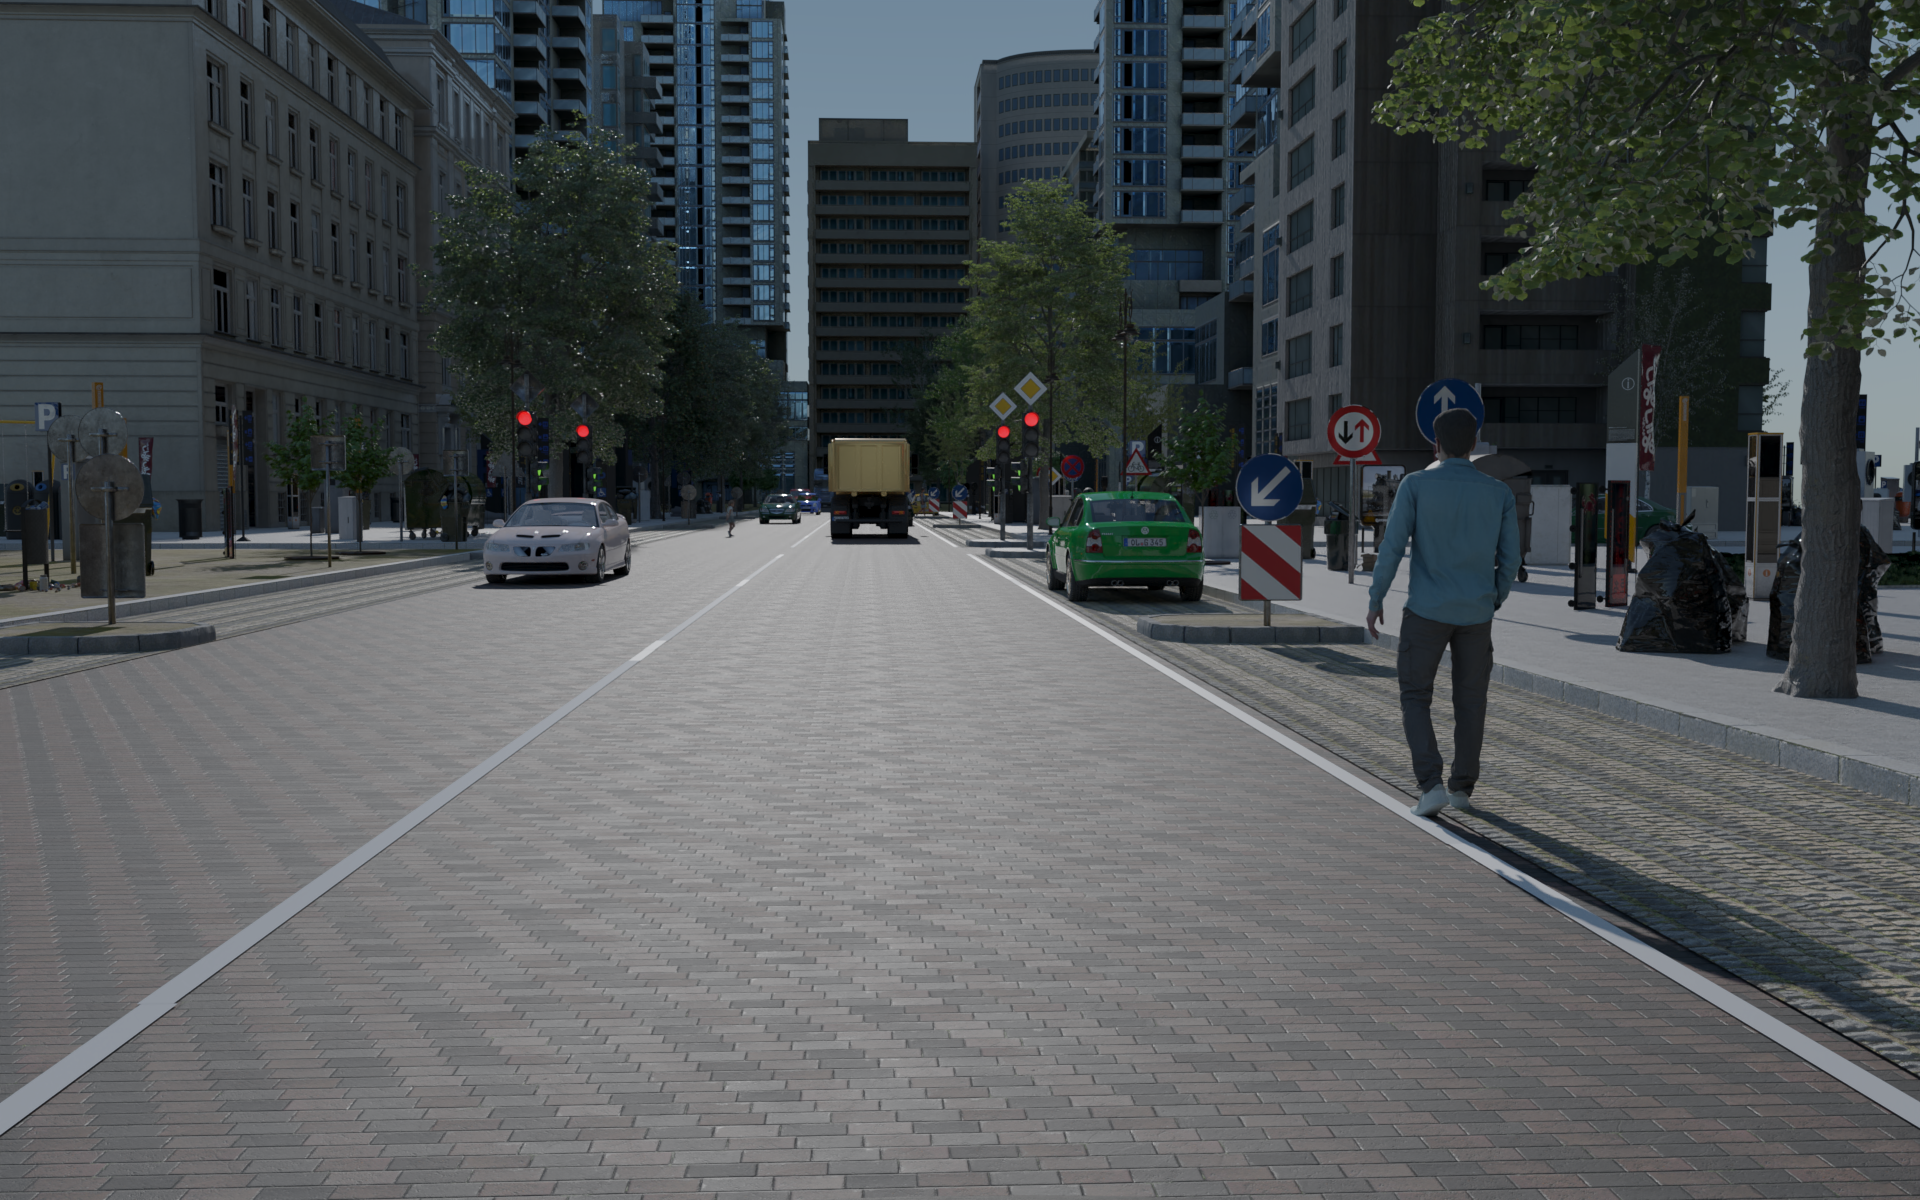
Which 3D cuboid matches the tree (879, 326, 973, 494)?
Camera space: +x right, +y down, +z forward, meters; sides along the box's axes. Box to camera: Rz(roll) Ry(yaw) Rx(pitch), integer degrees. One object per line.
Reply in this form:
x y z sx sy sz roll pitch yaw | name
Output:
-2.961 -20.640 193.356 12.611 20.169 13.585 0 3 0 | tree

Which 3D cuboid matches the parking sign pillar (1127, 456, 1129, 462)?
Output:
11.400 -7.671 113.891 1.447 3.967 1.447 0 4 3 | parking sign pillar

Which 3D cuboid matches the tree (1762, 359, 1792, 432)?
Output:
29.968 -7.197 68.030 4.737 8.622 4.395 0 3 0 | tree

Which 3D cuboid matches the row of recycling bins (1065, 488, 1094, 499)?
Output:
7.337 -6.681 116.350 3.534 1.692 1.069 1 4 21 | row of recycling bins

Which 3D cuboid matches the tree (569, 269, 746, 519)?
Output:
-15.778 -10.501 88.703 9.611 12.733 9.660 0 3 0 | tree

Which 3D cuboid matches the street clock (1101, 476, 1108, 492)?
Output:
5.905 -4.054 70.855 0.358 2.002 0.471 0 4 -2 | street clock

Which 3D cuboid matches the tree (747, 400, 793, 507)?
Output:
-19.923 -14.737 166.707 9.928 11.665 9.643 0 3 0 | tree

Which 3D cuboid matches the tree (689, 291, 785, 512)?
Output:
-16.487 -12.156 105.413 9.857 13.997 8.962 0 3 0 | tree

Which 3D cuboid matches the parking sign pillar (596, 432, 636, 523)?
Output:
-14.956 -5.353 75.991 1.447 3.967 1.447 3 4 36 | parking sign pillar

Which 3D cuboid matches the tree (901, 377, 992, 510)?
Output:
-0.827 -12.497 138.734 7.601 10.594 8.767 1 4 19 | tree

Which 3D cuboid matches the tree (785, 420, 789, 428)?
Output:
-16.940 -13.158 121.781 9.857 13.997 8.962 0 3 0 | tree

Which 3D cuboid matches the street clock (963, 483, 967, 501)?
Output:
0.422 -6.443 109.920 0.471 2.002 0.358 -1 4 -12 | street clock

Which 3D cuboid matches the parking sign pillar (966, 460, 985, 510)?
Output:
1.104 -8.019 119.577 1.447 3.967 1.447 1 4 21 | parking sign pillar

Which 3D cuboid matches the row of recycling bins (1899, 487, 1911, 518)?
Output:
50.201 -5.215 92.374 3.534 1.692 1.069 -2 4 -29 | row of recycling bins

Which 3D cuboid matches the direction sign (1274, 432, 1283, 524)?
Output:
11.770 -4.409 64.087 0.379 3.537 0.876 0 4 -8 | direction sign

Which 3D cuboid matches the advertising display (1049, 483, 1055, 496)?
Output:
4.088 -4.538 79.404 0.123 1.923 0.974 -2 4 -26 | advertising display

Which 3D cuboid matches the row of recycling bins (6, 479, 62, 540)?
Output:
-25.239 -2.542 48.668 3.534 1.692 1.069 1 4 15 | row of recycling bins

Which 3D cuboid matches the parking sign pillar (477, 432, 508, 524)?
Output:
-20.347 -5.308 75.256 1.447 3.967 1.447 2 4 25 | parking sign pillar

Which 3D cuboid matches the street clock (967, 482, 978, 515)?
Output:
0.861 -6.326 108.002 0.471 2.002 0.358 -3 4 -36 | street clock

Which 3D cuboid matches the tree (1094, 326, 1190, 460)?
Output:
7.734 -7.600 74.615 4.737 8.622 4.395 0 3 0 | tree

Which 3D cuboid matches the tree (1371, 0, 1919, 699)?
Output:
5.817 -5.678 10.969 7.486 12.596 7.792 0 3 0 | tree

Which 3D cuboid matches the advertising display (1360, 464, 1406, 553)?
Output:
9.215 -1.991 37.765 0.974 1.923 0.123 0 4 -1 | advertising display

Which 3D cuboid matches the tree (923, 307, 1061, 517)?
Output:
1.811 -10.365 95.224 9.928 11.665 9.643 0 3 0 | tree

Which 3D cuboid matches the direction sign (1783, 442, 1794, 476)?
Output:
35.920 -5.111 75.554 0.379 3.537 0.876 -2 4 -32 | direction sign

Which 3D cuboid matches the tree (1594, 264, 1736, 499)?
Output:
22.103 -6.407 55.123 4.360 8.622 3.978 0 3 0 | tree

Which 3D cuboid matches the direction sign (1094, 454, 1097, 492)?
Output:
7.676 -6.492 98.143 0.379 3.537 0.876 1 4 10 | direction sign

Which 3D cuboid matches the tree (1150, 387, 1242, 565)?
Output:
4.305 -2.266 31.655 1.663 3.219 1.824 0 3 0 | tree

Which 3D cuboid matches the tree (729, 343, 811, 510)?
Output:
-17.580 -13.953 138.507 12.009 13.543 11.850 0 3 0 | tree

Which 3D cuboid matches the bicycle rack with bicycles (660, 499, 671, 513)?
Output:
-20.247 -6.461 119.018 2.852 0.926 2.925 3 5 42 | bicycle rack with bicycles

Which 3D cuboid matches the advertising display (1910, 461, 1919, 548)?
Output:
18.979 -1.735 33.588 0.974 1.923 0.123 1 4 8 | advertising display

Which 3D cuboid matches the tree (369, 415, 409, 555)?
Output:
-12.885 -2.585 36.870 1.663 3.219 1.824 0 3 0 | tree

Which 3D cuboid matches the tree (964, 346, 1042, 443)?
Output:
2.382 -8.202 84.466 4.360 8.622 3.978 0 3 0 | tree

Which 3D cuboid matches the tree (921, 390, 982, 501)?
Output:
-0.263 -10.104 115.560 4.737 8.622 4.395 0 3 0 | tree

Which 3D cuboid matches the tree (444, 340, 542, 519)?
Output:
-21.146 -7.906 79.633 4.737 8.622 4.395 0 3 0 | tree

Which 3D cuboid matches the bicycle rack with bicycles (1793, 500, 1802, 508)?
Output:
54.771 -6.026 111.906 2.925 0.926 2.852 -3 5 -39 | bicycle rack with bicycles

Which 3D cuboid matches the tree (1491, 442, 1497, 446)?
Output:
16.567 -3.744 55.813 1.663 3.219 1.824 0 3 0 | tree

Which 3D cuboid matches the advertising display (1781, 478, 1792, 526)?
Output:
32.496 -3.888 68.779 0.974 1.923 0.123 3 5 42 | advertising display

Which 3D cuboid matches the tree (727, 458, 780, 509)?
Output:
-18.759 -10.148 149.627 4.285 4.588 4.351 0 3 0 | tree

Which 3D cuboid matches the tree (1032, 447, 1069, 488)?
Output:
6.293 -8.302 119.455 4.285 4.588 4.351 0 3 0 | tree

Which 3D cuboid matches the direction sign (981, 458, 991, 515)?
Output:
1.594 -7.141 108.746 0.876 3.537 0.379 2 4 28 | direction sign

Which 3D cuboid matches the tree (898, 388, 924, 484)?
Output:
-1.920 -14.949 162.550 7.486 12.596 7.792 0 3 0 | tree

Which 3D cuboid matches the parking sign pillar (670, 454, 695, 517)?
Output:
-15.765 -6.728 98.469 1.447 3.967 1.447 1 4 19 | parking sign pillar

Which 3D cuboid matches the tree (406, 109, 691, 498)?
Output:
-13.901 -9.317 58.996 9.857 13.997 8.962 0 3 0 | tree

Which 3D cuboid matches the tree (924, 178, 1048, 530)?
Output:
3.400 -8.824 62.399 7.486 12.596 7.792 0 3 0 | tree

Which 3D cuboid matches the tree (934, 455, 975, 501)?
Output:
-0.251 -8.857 128.528 4.285 4.588 4.351 0 3 0 | tree

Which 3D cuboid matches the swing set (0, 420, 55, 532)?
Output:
-20.655 -2.378 36.506 3.119 2.851 2.862 -3 5 -41 | swing set

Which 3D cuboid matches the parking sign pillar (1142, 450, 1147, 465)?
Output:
10.589 -6.532 95.275 1.447 3.967 1.447 1 4 21 | parking sign pillar

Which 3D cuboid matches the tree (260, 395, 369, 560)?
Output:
-12.876 -2.405 33.927 1.663 3.219 1.824 0 3 0 | tree
